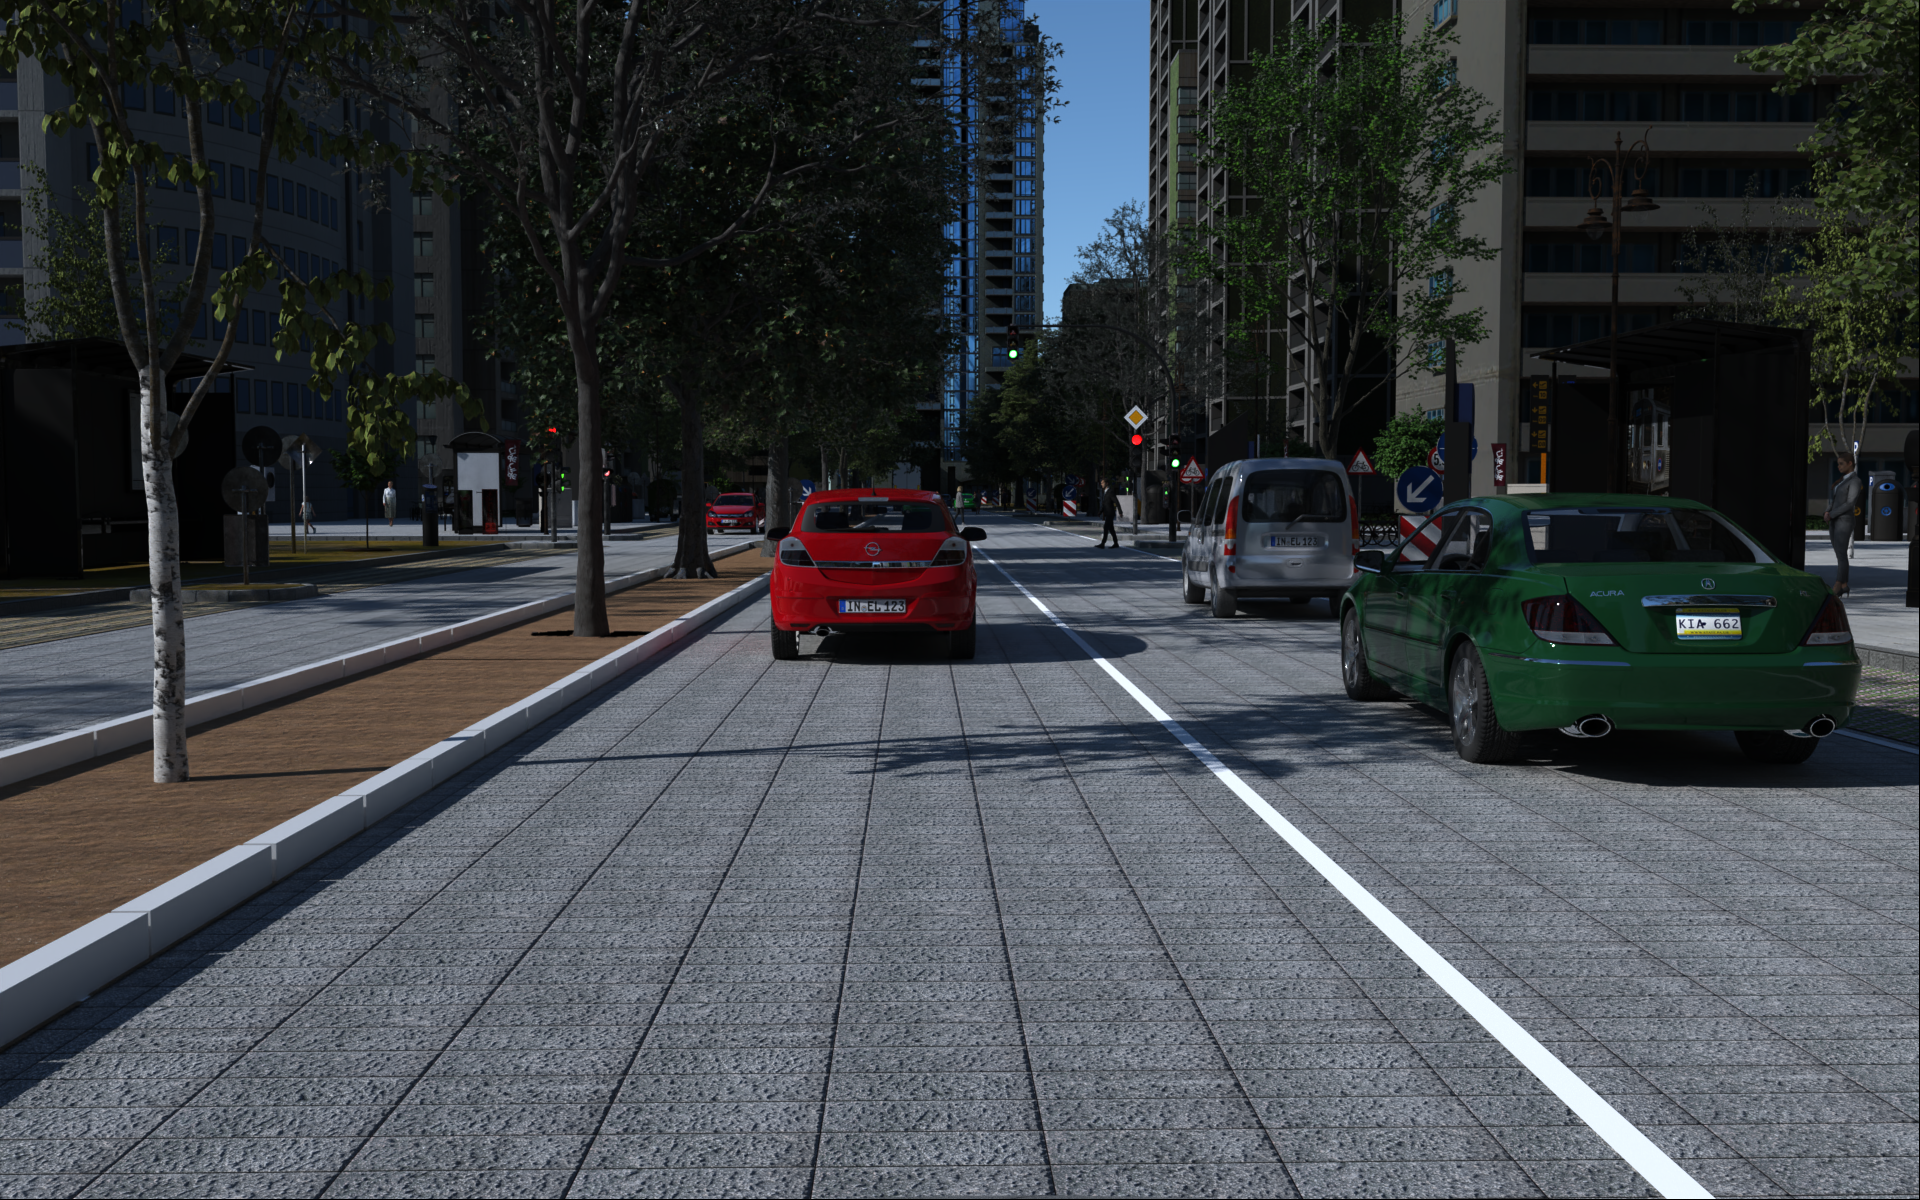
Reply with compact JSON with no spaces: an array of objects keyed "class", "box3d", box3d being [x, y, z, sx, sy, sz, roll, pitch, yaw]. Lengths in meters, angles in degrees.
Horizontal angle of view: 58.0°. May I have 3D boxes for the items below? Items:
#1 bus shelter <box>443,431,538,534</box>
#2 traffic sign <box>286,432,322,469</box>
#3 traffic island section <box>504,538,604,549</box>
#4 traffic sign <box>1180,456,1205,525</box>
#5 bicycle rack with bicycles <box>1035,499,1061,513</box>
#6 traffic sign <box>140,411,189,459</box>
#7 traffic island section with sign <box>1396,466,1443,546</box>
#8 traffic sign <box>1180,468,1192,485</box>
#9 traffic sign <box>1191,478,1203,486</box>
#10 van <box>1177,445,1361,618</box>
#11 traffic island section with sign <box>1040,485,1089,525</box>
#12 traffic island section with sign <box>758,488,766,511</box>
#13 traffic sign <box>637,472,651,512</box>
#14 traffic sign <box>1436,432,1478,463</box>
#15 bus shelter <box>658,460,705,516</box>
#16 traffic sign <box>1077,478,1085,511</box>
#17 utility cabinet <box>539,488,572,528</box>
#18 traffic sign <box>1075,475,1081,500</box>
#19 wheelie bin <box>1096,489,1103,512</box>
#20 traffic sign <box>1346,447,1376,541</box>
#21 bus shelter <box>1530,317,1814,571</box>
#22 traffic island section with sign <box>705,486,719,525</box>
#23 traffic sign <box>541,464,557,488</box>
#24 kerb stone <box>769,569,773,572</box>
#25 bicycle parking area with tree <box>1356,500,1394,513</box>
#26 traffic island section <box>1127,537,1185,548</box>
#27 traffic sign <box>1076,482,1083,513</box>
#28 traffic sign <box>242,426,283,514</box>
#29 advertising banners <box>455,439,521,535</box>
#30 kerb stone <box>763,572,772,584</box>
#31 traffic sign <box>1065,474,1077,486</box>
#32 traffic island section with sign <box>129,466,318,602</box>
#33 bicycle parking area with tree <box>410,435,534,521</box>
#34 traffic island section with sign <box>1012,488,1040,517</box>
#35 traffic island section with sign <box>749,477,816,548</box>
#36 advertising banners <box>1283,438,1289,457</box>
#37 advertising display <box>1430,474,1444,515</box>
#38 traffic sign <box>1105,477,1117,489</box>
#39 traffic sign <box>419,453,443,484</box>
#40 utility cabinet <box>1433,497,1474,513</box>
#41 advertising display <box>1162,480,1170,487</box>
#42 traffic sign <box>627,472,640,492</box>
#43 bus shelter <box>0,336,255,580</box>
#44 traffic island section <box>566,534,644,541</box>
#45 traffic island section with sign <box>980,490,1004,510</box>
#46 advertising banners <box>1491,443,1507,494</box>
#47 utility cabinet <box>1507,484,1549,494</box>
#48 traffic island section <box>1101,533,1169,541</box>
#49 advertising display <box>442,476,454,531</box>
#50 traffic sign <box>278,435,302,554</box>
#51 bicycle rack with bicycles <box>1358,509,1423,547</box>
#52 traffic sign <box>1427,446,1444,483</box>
[{"class":"bus shelter","box3d":[-15.706,-3.958,58.631,2.014,3.302,5.546,0,4,-1]},{"class":"traffic sign","box3d":[-14.005,-2.278,36.985,0.795,2.593,0.064,0,4,1]},{"class":"traffic island section","box3d":[-10.883,-1.473,46.359,2.009,0.180,2.903,0,4,-1]},{"class":"traffic sign","box3d":[7.860,-3.582,58.568,0.884,2.594,0.081,0,3,0]},{"class":"bicycle rack with bicycles","box3d":[6.607,-6.619,121.598,2.925,0.926,2.852,-1,4,-13]},{"class":"traffic sign","box3d":[-12.112,-1.606,26.366,0.768,2.556,0.104,0,4,4]},{"class":"traffic island section with sign","box3d":[6.291,-0.998,24.942,1.989,1.847,2.006,0,4,-1]},{"class":"traffic sign","box3d":[10.910,-5.102,83.519,0.768,2.556,0.104,0,4,0]},{"class":"traffic sign","box3d":[11.588,-5.217,85.407,0.768,2.556,0.104,0,4,5]},{"class":"van","box3d":[3.763,-0.880,21.398,2.013,2.044,4.112,0,4,0]},{"class":"traffic island section with sign","box3d":[4.919,-4.396,80.506,1.989,1.847,2.006,0,4,-1]},{"class":"traffic island section with sign","box3d":[-12.035,-5.983,106.447,1.989,1.847,2.006,0,4,-1]},{"class":"traffic sign","box3d":[-18.443,-6.189,101.194,0.884,2.594,0.081,0,4,-1]},{"class":"traffic sign","box3d":[9.494,-2.022,33.159,0.768,2.556,0.104,0,4,6]},{"class":"bus shelter","box3d":[-16.463,-6.649,102.639,2.014,3.302,5.546,0,4,-1]},{"class":"traffic sign","box3d":[9.022,-7.949,130.078,0.768,2.556,0.104,0,4,3]},{"class":"utility cabinet","box3d":[-15.022,-3.406,64.363,1.173,1.500,0.318,-2,4,-33]},{"class":"traffic sign","box3d":[7.601,-6.985,114.318,0.768,2.556,0.104,0,4,2]},{"class":"wheelie bin","box3d":[9.413,-6.750,118.264,0.980,1.594,0.693,-2,4,-27]},{"class":"traffic sign","box3d":[10.978,-2.908,47.552,0.884,2.594,0.081,0,4,1]},{"class":"bus shelter","box3d":[10.504,-2.134,26.169,1.731,3.624,6.357,0,4,-1]},{"class":"traffic island section with sign","box3d":[-11.380,-4.335,79.500,1.989,1.847,2.006,0,4,-1]},{"class":"traffic sign","box3d":[-17.206,-4.434,72.599,0.768,2.556,0.104,0,4,3]},{"class":"kerb stone","box3d":[-3.106,-0.372,28.363,0.120,0.150,1.000,0,4,-1]},{"class":"bicycle parking area with tree","box3d":[26.099,-6.848,98.964,9.016,4.147,8.231,0,4,4]},{"class":"traffic island section","box3d":[5.754,-1.497,46.762,2.009,0.180,2.903,0,4,-1]},{"class":"traffic sign","box3d":[7.750,-7.037,115.062,0.884,2.594,0.081,0,4,3]},{"class":"traffic sign","box3d":[-13.008,-1.969,32.301,0.768,2.556,0.104,0,4,1]},{"class":"advertising banners","box3d":[-14.971,-3.597,55.006,2.074,3.025,0.090,-1,4,-19]},{"class":"kerb stone","box3d":[-3.085,-0.312,27.341,0.120,0.150,1.000,0,4,-1]},{"class":"traffic sign","box3d":[7.075,-6.745,110.383,0.768,2.556,0.104,1,4,8]},{"class":"traffic island section with sign","box3d":[-9.999,-0.928,23.801,1.989,1.847,2.006,0,4,-1]},{"class":"bicycle parking area with tree","box3d":[-23.347,-6.041,85.779,8.231,4.147,9.016,-1,4,-9]},{"class":"traffic island section with sign","box3d":[4.264,-6.044,107.453,1.989,1.847,2.006,0,4,-1]},{"class":"traffic island section with sign","box3d":[-4.609,-2.361,46.747,2.006,1.907,1.989,0,4,-1]},{"class":"advertising banners","box3d":[10.658,-3.623,55.430,0.090,3.025,2.074,2,4,30]},{"class":"advertising display","box3d":[15.100,-2.980,53.931,0.974,1.923,0.123,-1,4,-17]},{"class":"traffic sign","box3d":[9.203,-6.481,106.068,0.768,2.556,0.104,0,4,4]},{"class":"traffic sign","box3d":[-16.464,-3.290,53.893,0.768,2.556,0.104,0,4,6]},{"class":"utility cabinet","box3d":[11.646,-1.803,40.641,1.020,1.237,0.306,2,4,33]},{"class":"advertising display","box3d":[9.596,-4.601,80.437,0.123,1.923,0.974,-1,4,-16]},{"class":"traffic sign","box3d":[-18.683,-6.059,99.166,0.768,2.556,0.104,0,4,6]},{"class":"bus shelter","box3d":[-13.741,-2.298,28.861,1.731,3.624,6.357,0,4,-1]},{"class":"traffic island section","box3d":[-11.079,-1.961,54.342,2.009,0.180,2.903,0,4,-1]},{"class":"traffic island section with sign","box3d":[3.058,-9.042,156.469,1.989,1.847,2.006,0,4,-1]},{"class":"advertising banners","box3d":[19.296,-3.878,59.600,2.074,3.025,0.090,0,4,3]},{"class":"utility cabinet","box3d":[12.318,-1.752,37.325,0.318,1.500,1.173,-2,4,-25]},{"class":"traffic island section","box3d":[5.557,-1.986,54.745,2.009,0.180,2.903,0,4,-1]},{"class":"advertising display","box3d":[-17.588,-3.386,60.569,0.974,1.923,0.123,-2,4,-31]},{"class":"traffic sign","box3d":[-14.352,-2.271,37.236,0.768,2.556,0.104,1,4,8]},{"class":"bicycle rack with bicycles","box3d":[10.854,-1.787,42.599,2.925,0.926,2.852,0,4,5]},{"class":"traffic sign","box3d":[12.530,-2.754,45.136,0.768,2.556,0.104,0,4,1]}]
